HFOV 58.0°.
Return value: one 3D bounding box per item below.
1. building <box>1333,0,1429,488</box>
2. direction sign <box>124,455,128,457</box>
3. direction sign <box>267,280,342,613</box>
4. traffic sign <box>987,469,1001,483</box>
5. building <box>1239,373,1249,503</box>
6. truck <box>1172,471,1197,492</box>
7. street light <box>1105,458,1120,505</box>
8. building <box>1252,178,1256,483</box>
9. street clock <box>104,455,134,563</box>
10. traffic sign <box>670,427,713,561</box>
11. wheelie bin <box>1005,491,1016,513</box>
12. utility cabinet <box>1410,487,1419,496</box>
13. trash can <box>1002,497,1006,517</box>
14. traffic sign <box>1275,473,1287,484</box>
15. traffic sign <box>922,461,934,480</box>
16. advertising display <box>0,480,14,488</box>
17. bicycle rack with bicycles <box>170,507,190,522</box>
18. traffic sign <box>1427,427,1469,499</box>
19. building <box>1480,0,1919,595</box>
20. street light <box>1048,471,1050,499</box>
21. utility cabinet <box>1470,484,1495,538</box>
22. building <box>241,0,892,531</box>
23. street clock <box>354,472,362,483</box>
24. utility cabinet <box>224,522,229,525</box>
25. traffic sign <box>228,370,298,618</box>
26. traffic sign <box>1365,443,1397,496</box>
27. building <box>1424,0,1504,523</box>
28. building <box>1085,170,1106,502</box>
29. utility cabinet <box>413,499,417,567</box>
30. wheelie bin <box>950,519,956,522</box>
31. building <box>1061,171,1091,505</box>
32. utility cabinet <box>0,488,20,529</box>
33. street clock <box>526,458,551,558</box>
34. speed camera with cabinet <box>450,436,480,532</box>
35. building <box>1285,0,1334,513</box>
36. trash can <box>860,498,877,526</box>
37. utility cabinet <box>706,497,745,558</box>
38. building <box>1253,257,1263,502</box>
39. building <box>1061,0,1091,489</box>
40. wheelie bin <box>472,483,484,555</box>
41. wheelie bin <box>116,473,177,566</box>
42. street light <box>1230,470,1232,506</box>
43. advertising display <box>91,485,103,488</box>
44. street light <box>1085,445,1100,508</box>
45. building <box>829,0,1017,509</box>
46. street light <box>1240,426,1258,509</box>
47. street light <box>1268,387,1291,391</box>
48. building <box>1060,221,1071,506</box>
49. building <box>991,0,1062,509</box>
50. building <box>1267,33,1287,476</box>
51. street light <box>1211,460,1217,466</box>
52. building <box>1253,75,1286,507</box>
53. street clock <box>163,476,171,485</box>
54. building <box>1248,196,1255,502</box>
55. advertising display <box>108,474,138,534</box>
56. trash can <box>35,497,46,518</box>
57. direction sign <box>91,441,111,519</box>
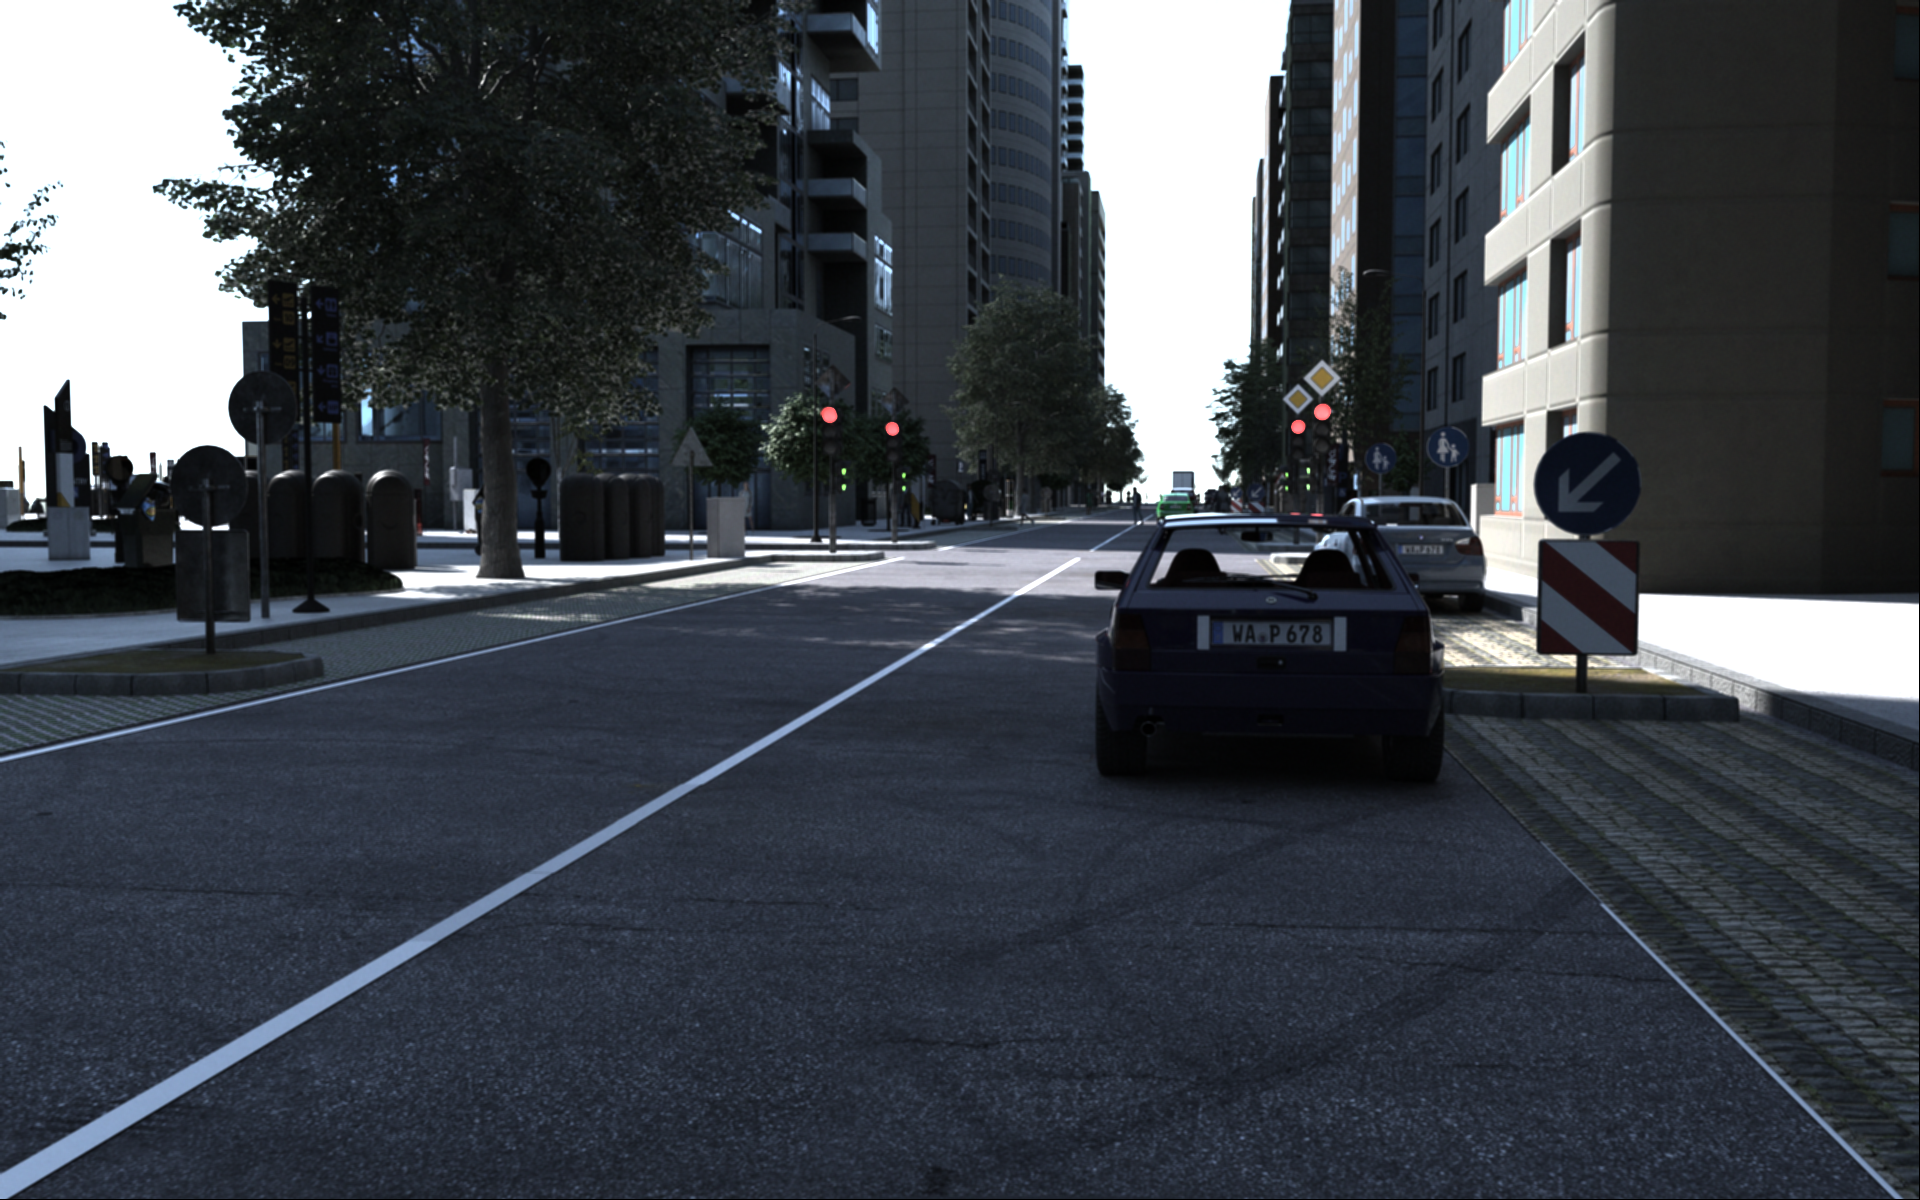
[{"bbox_3d":[33.938,-29.741,136.369,14.600,45.320,14.200,0,4,7],"label":"building"},{"bbox_3d":[-48.431,-6.624,100.307,0.379,3.537,0.876,1,4,11],"label":"direction sign"},{"bbox_3d":[-7.071,-1.637,18.767,0.379,3.537,0.876,2,4,33],"label":"direction sign"},{"bbox_3d":[1.662,-5.289,86.588,0.768,2.556,0.104,1,4,16],"label":"traffic sign"},{"bbox_3d":[56.445,-25.386,260.096,27.650,21.520,28.899,0,4,7],"label":"building"},{"bbox_3d":[27.614,-13.733,213.451,2.839,4.237,11.283,1,4,9],"label":"truck"},{"bbox_3d":[17.846,-14.207,204.819,1.470,5.913,1.316,0,4,7],"label":"street light"},{"bbox_3d":[45.331,-35.126,224.420,14.600,45.320,14.200,0,4,7],"label":"building"},{"bbox_3d":[-15.689,-1.699,32.351,0.471,2.002,0.358,-3,4,-39],"label":"street clock"},{"bbox_3d":[-5.186,-2.041,33.378,0.884,2.594,0.081,1,4,14],"label":"traffic sign"},{"bbox_3d":[3.075,-5.896,104.304,0.693,1.594,0.980,0,4,5],"label":"wheelie bin"},{"bbox_3d":[13.889,-2.704,52.887,0.318,1.500,1.173,1,4,14],"label":"utility cabinet"},{"bbox_3d":[2.626,-5.107,95.151,0.748,1.137,0.748,0,3,0],"label":"trash can"},{"bbox_3d":[17.896,-5.883,96.192,0.884,2.594,0.081,1,4,17],"label":"traffic sign"},{"bbox_3d":[-1.342,-3.921,63.834,0.795,2.593,0.064,1,4,14],"label":"traffic sign"},{"bbox_3d":[-44.174,-4.589,80.250,0.974,1.923,0.123,2,4,27],"label":"advertising display"},{"bbox_3d":[-35.863,-4.051,79.621,2.852,0.926,2.925,-2,4,-25],"label":"bicycle rack with bicycles"},{"bbox_3d":[9.237,-2.002,32.835,0.768,2.556,0.104,1,4,17],"label":"traffic sign"},{"bbox_3d":[21.209,-10.368,14.561,27.650,21.520,28.899,0,4,7],"label":"building"},{"bbox_3d":[6.782,-9.108,121.459,1.470,5.913,1.316,0,4,7],"label":"street light"},{"bbox_3d":[11.388,-1.706,36.568,1.173,1.500,0.318,0,4,-8],"label":"utility cabinet"},{"bbox_3d":[-14.675,-46.605,74.661,22.319,86.520,31.000,0,4,7],"label":"building"},{"bbox_3d":[-20.110,-3.264,57.940,0.358,2.002,0.471,-1,4,-15],"label":"street clock"},{"bbox_3d":[-30.478,-3.814,71.043,0.318,1.500,1.173,1,4,9],"label":"utility cabinet"},{"bbox_3d":[-7.202,-1.087,17.883,0.768,2.556,0.104,0,4,8],"label":"traffic sign"},{"bbox_3d":[10.508,-2.641,43.285,0.768,2.556,0.104,1,4,16],"label":"traffic sign"},{"bbox_3d":[26.787,-37.675,54.244,20.611,71.187,20.563,0,4,7],"label":"building"},{"bbox_3d":[10.871,-39.086,262.761,21.300,48.544,21.600,0,4,7],"label":"building"},{"bbox_3d":[-9.962,-1.212,30.977,0.306,1.237,1.020,-2,4,-29],"label":"utility cabinet"},{"bbox_3d":[-0.302,-4.390,79.679,0.980,1.594,0.693,-2,4,-26],"label":"wheelie bin"},{"bbox_3d":[8.746,-32.446,214.091,14.154,41.232,14.086,0,4,7],"label":"building"},{"bbox_3d":[-34.790,-3.347,63.404,0.318,1.500,1.173,0,4,-8],"label":"utility cabinet"},{"bbox_3d":[-8.407,-1.837,34.610,0.471,2.002,0.358,0,4,-7],"label":"street clock"},{"bbox_3d":[-16.735,-3.965,59.165,0.660,3.252,2.038,-3,5,-41],"label":"speed camera with cabinet"},{"bbox_3d":[26.156,-20.212,102.165,14.160,30.474,14.107,0,4,7],"label":"building"},{"bbox_3d":[-3.662,-3.535,69.444,0.748,1.137,0.748,0,3,0],"label":"trash can"},{"bbox_3d":[-4.739,-1.461,35.049,0.306,1.237,1.020,2,4,24],"label":"utility cabinet"},{"bbox_3d":[42.913,-26.865,210.941,14.160,30.474,14.107,0,4,7],"label":"building"},{"bbox_3d":[7.061,-56.450,235.625,22.319,86.520,31.000,0,4,7],"label":"building"},{"bbox_3d":[-9.766,-1.744,36.430,0.693,1.594,0.980,1,4,17],"label":"wheelie bin"},{"bbox_3d":[-12.223,-1.111,26.067,0.980,1.594,0.693,3,5,41],"label":"wheelie bin"},{"bbox_3d":[24.251,-10.919,151.064,1.470,5.913,1.316,0,4,7],"label":"street light"},{"bbox_3d":[-59.749,-7.000,119.666,0.974,1.923,0.123,-3,5,-41],"label":"advertising display"},{"bbox_3d":[12.577,-11.730,164.328,1.470,5.913,1.316,0,4,7],"label":"street light"},{"bbox_3d":[-6.132,-42.363,130.891,20.563,71.187,20.611,0,4,7],"label":"building"},{"bbox_3d":[19.727,-8.892,117.920,1.470,5.913,1.316,0,4,7],"label":"street light"},{"bbox_3d":[14.122,-6.297,75.495,1.470,5.913,1.316,0,4,7],"label":"street light"},{"bbox_3d":[3.866,-24.794,177.076,14.160,30.474,14.107,0,4,7],"label":"building"},{"bbox_3d":[-2.397,-37.538,155.741,21.231,58.520,28.212,0,4,7],"label":"building"},{"bbox_3d":[40.718,-32.933,158.056,23.786,49.044,30.456,0,4,7],"label":"building"},{"bbox_3d":[35.100,-15.994,234.035,1.470,5.913,1.316,0,4,7],"label":"street light"},{"bbox_3d":[38.936,-32.504,181.553,14.600,45.320,14.200,0,4,7],"label":"building"},{"bbox_3d":[-31.446,-3.926,68.766,0.358,2.002,0.471,-1,4,-14],"label":"street clock"},{"bbox_3d":[47.009,-33.955,238.753,14.154,41.232,14.086,0,4,7],"label":"building"},{"bbox_3d":[-26.666,-3.066,55.341,0.974,1.923,0.123,0,4,-6],"label":"advertising display"},{"bbox_3d":[-46.502,-4.661,87.865,0.748,1.137,0.748,0,3,0],"label":"trash can"},{"bbox_3d":[-37.014,-5.054,74.634,0.379,3.537,0.876,1,4,22],"label":"direction sign"}]
